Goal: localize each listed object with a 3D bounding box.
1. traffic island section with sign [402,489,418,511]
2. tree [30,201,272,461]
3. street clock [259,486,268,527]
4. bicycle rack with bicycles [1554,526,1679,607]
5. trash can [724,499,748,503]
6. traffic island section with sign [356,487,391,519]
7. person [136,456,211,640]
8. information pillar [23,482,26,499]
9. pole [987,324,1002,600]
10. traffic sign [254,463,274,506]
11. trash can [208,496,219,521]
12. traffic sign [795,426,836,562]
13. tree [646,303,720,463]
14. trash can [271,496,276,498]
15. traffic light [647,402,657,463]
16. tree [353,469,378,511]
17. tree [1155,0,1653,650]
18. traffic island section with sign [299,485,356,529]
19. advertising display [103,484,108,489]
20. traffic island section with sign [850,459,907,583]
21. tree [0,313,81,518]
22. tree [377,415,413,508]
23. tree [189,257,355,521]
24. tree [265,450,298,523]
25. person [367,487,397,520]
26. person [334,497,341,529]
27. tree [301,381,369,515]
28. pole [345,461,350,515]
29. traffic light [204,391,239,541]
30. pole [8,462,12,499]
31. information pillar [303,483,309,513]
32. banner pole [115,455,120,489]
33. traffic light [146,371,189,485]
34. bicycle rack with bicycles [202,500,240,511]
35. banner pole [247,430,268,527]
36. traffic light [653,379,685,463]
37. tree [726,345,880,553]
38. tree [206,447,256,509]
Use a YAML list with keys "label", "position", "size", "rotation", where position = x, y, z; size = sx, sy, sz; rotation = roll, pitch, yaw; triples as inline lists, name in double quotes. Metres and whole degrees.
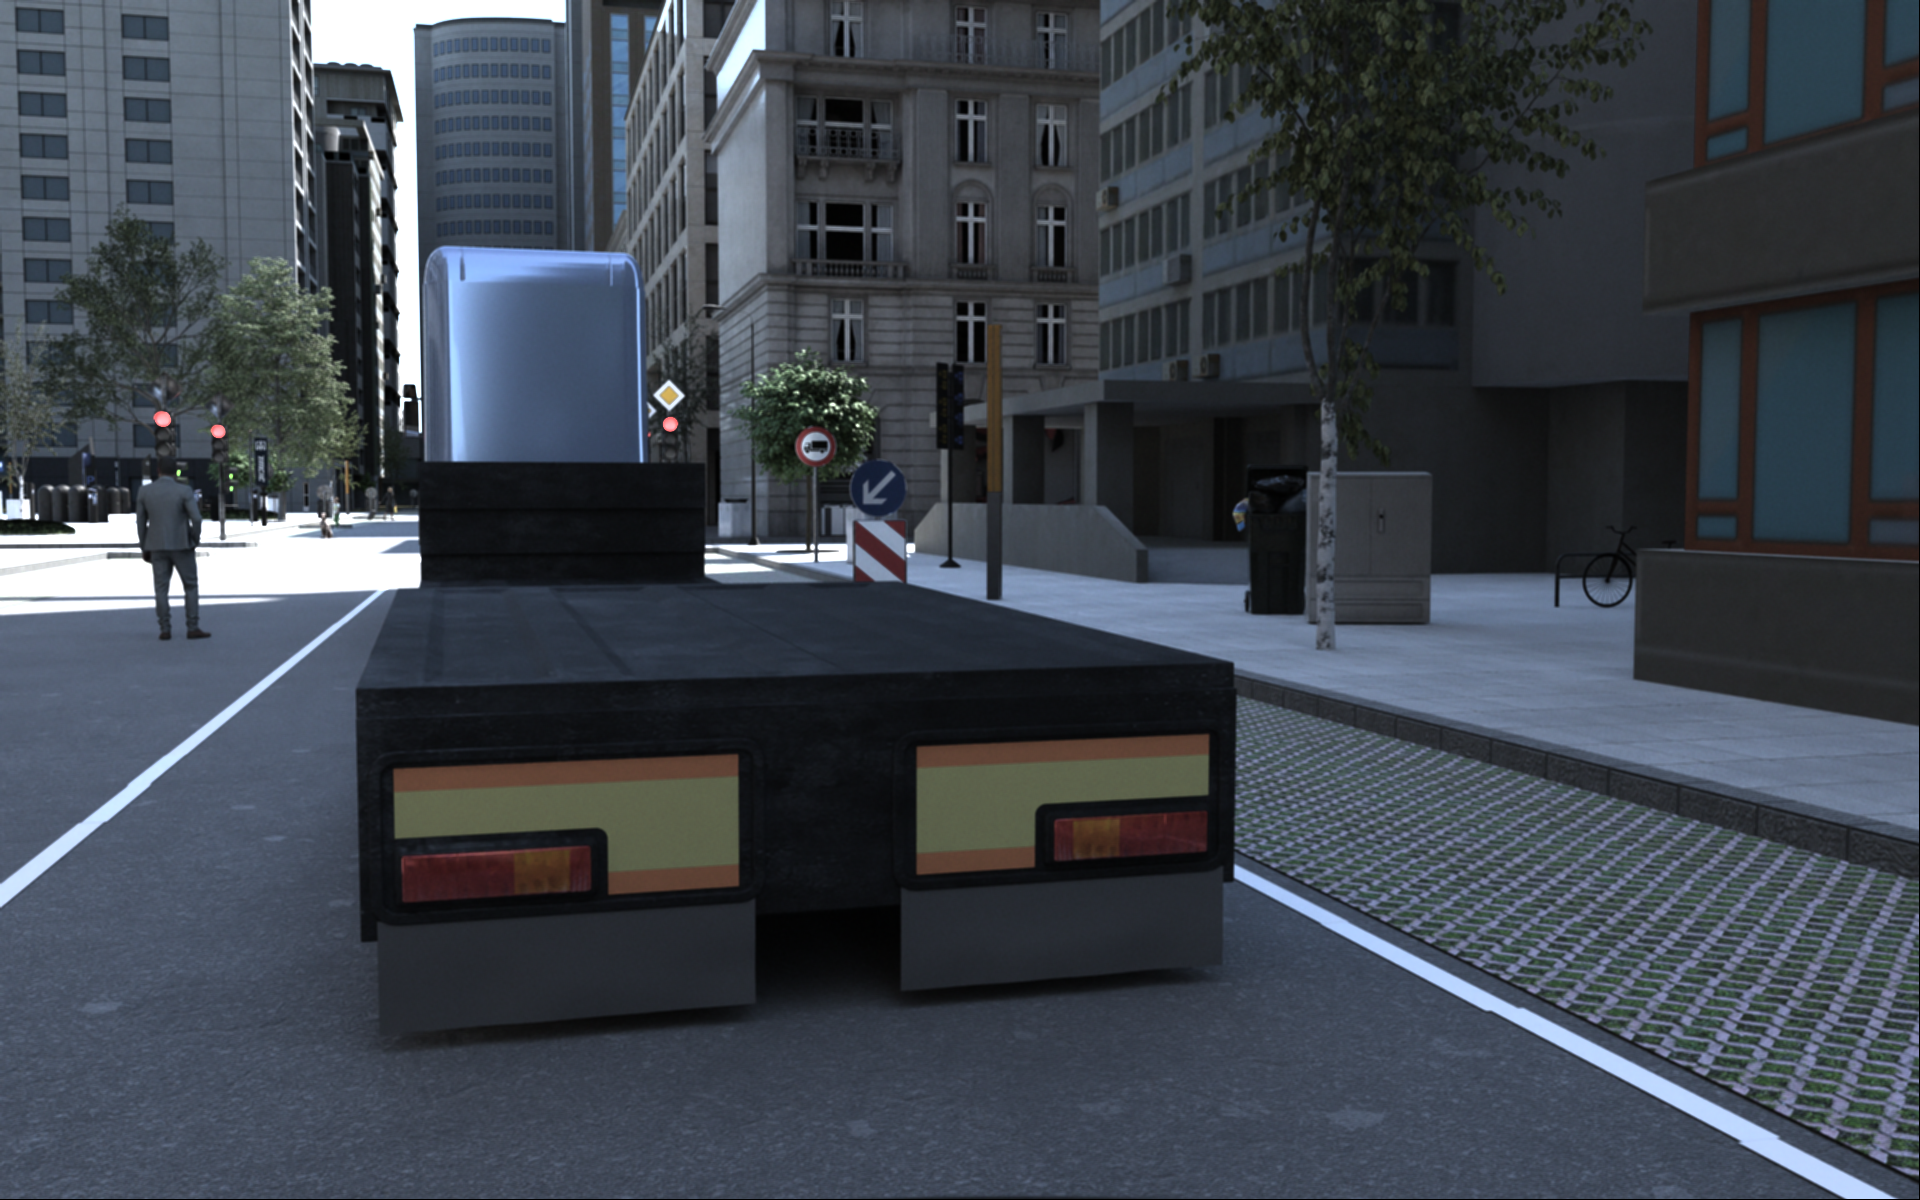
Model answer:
- label: "traffic island section with sign"
  position: [-46.036, -8.409, 146.121]
  size: [1.989, 1.847, 2.006]
  rotation: [-1, 4, -15]
- label: "tree"
  position: [-26.222, -7.446, 56.163]
  size: [7.601, 10.594, 8.767]
  rotation: [-2, 4, -30]
- label: "street clock"
  position: [-27.513, -3.907, 68.445]
  size: [0.358, 2.002, 0.471]
  rotation: [-1, 4, -11]
- label: "bicycle rack with bicycles"
  position: [8.096, -0.346, 19.041]
  size: [2.925, 0.926, 2.852]
  rotation: [-1, 4, -18]
- label: "trash can"
  position: [-6.676, -2.448, 51.686]
  size: [0.748, 1.137, 0.748]
  rotation: [0, 3, 0]
- label: "traffic island section with sign"
  position: [-33.419, -5.496, 98.492]
  size: [1.989, 1.847, 2.006]
  rotation: [-1, 4, -15]
- label: "person"
  position: [-7.781, -0.520, 17.095]
  size: [0.635, 1.810, 0.391]
  rotation: [-1, 4, -16]
- label: "information pillar"
  position: [-59.026, -6.413, 109.349]
  size: [0.304, 2.012, 0.304]
  rotation: [-1, 4, -11]
- label: "pole"
  position: [0.419, -1.659, 20.968]
  size: [0.158, 3.312, 0.155]
  rotation: [0, 3, 0]
- label: "traffic sign"
  position: [-27.636, -4.200, 68.780]
  size: [0.768, 2.556, 0.104]
  rotation: [0, 4, -7]
- label: "trash can"
  position: [-34.937, -4.269, 81.456]
  size: [0.748, 1.137, 0.748]
  rotation: [0, 3, 0]
- label: "traffic sign"
  position: [-2.698, -1.978, 32.445]
  size: [0.768, 2.556, 0.104]
  rotation: [-1, 4, -10]
- label: "tree"
  position: [-10.736, -7.069, 65.940]
  size: [4.360, 8.622, 3.978]
  rotation: [0, 3, 0]
- label: "trash can"
  position: [-44.724, -6.229, 113.491]
  size: [0.748, 1.137, 0.748]
  rotation: [0, 3, 0]
- label: "traffic light"
  position: [-9.192, -3.750, 50.235]
  size: [0.839, 4.253, 0.868]
  rotation: [-1, 4, -15]
- label: "tree"
  position: [-45.006, -8.387, 131.730]
  size: [1.663, 3.219, 1.824]
  rotation: [0, 3, 0]
- label: "tree"
  position: [3.257, -3.895, 14.045]
  size: [4.737, 8.622, 4.395]
  rotation: [0, 3, 0]
- label: "traffic island section with sign"
  position: [-26.510, -3.902, 72.433]
  size: [1.989, 1.847, 2.006]
  rotation: [-1, 4, -15]
- label: "advertising display"
  position: [-56.941, -6.741, 115.436]
  size: [0.123, 1.923, 0.974]
  rotation: [-2, 4, -35]
- label: "traffic island section with sign"
  position: [-1.219, -0.720, 20.397]
  size: [1.989, 1.847, 2.006]
  rotation: [-1, 4, -15]
- label: "tree"
  position: [-38.507, -7.393, 71.241]
  size: [4.360, 8.622, 3.978]
  rotation: [0, 3, 0]
- label: "tree"
  position: [-52.024, -12.733, 158.551]
  size: [4.737, 8.622, 4.395]
  rotation: [0, 3, 0]
- label: "tree"
  position: [-33.161, -10.124, 83.658]
  size: [7.486, 12.596, 7.792]
  rotation: [0, 3, 0]
- label: "tree"
  position: [-30.516, -5.042, 77.030]
  size: [1.663, 3.219, 1.824]
  rotation: [0, 3, 0]
- label: "person"
  position: [-31.446, -5.237, 94.342]
  size: [1.509, 1.804, 0.699]
  rotation: [0, 4, 0]
- label: "person"
  position: [-25.335, -3.530, 70.456]
  size: [0.306, 1.304, 0.590]
  rotation: [0, 4, 7]
- label: "tree"
  position: [-39.226, -9.652, 108.178]
  size: [4.737, 8.622, 4.395]
  rotation: [0, 3, 0]
- label: "pole"
  position: [-37.275, -6.821, 105.366]
  size: [0.158, 3.312, 0.155]
  rotation: [0, 3, 0]
- label: "traffic light"
  position: [-20.171, -3.572, 47.319]
  size: [0.839, 4.253, 0.868]
  rotation: [-1, 4, -15]
- label: "pole"
  position: [-60.706, -7.150, 110.746]
  size: [0.158, 3.312, 0.155]
  rotation: [0, 3, 0]
- label: "information pillar"
  position: [-43.415, -6.756, 114.954]
  size: [0.304, 2.012, 0.304]
  rotation: [-3, 4, -36]
- label: "banner pole"
  position: [-54.183, -7.427, 111.448]
  size: [0.401, 3.779, 0.863]
  rotation: [0, 4, -3]
- label: "traffic light"
  position: [-18.125, -3.100, 39.600]
  size: [0.839, 4.253, 0.868]
  rotation: [-1, 4, -15]
- label: "bicycle rack with bicycles"
  position: [-44.253, -5.461, 102.667]
  size: [2.852, 0.926, 2.925]
  rotation: [3, 4, 38]
- label: "banner pole"
  position: [-27.440, -4.747, 67.629]
  size: [0.863, 3.779, 0.401]
  rotation: [-2, 4, -26]
- label: "traffic light"
  position: [-7.146, -3.278, 42.515]
  size: [0.839, 4.253, 0.868]
  rotation: [-1, 4, -15]
- label: "tree"
  position: [-3.441, -3.336, 38.263]
  size: [4.285, 4.588, 4.351]
  rotation: [0, 3, 0]
- label: "tree"
  position: [-45.992, -7.711, 109.791]
  size: [4.285, 4.588, 4.351]
  rotation: [0, 3, 0]
